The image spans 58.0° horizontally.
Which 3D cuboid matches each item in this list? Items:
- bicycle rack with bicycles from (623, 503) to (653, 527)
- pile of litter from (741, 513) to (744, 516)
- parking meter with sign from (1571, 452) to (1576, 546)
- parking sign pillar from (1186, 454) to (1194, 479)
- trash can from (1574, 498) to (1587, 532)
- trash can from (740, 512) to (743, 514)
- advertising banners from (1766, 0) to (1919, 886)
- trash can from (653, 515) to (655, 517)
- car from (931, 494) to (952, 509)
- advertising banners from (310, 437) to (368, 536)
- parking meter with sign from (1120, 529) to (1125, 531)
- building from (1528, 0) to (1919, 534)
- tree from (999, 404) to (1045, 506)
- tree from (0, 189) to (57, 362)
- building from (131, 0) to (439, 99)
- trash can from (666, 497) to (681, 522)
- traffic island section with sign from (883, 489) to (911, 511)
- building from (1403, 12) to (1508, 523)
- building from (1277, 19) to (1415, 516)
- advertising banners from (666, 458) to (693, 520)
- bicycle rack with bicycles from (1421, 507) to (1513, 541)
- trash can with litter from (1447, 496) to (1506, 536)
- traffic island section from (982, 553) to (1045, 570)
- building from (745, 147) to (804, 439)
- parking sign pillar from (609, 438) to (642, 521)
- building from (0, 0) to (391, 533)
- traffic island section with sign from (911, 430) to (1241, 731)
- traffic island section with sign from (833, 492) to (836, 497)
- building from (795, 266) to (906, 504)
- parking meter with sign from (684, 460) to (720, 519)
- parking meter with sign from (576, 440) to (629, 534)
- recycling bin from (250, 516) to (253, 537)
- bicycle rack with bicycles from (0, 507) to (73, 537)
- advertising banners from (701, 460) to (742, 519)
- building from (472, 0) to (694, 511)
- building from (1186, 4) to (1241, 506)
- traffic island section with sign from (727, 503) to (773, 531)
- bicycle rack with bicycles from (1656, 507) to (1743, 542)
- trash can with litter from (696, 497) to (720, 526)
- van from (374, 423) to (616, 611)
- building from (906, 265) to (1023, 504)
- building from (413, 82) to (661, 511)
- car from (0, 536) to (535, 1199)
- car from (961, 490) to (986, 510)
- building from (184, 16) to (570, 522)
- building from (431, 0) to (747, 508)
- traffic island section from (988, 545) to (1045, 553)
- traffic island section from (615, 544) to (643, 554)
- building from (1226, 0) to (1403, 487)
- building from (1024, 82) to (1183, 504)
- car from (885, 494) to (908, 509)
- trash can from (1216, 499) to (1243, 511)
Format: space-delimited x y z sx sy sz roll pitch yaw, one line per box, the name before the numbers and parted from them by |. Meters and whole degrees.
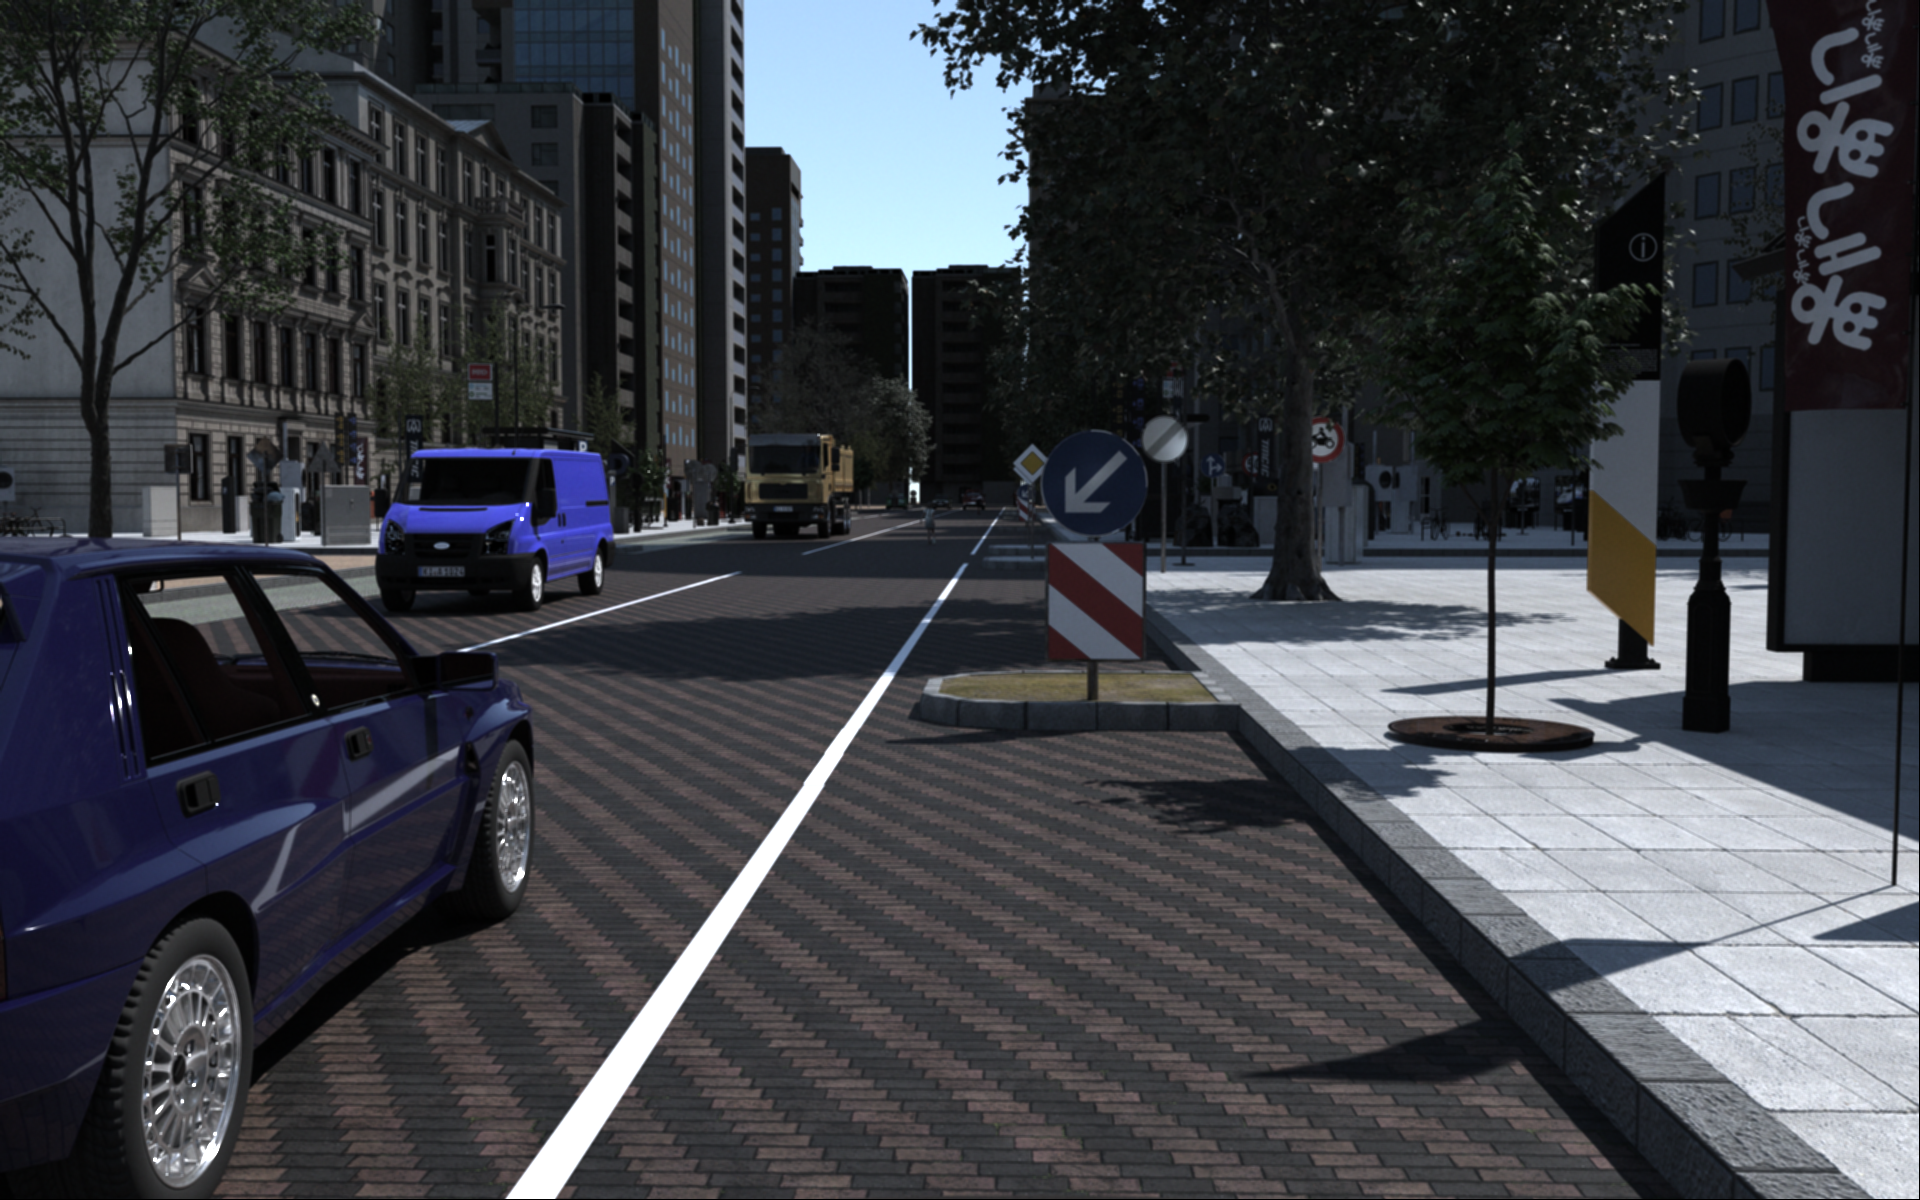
bicycle rack with bicycles | -13.444 -3.299 67.323 2.925 0.926 2.852 -1 4 -8
pile of litter | -12.209 -5.232 99.504 1.176 0.858 1.719 0 4 0
parking meter with sign | 15.937 -2.832 42.563 1.738 3.016 0.543 2 4 34
parking sign pillar | 15.395 -7.843 116.708 1.447 3.967 1.447 0 4 -6
trash can | 21.085 -2.867 58.528 0.748 1.137 0.748 0 3 0
trash can | -13.134 -5.542 102.270 0.748 1.137 0.748 0 3 0
advertising banners | 3.576 -0.572 5.548 2.074 3.025 0.090 0 4 5
trash can | -17.417 -5.229 97.143 0.748 1.137 0.748 0 3 0
car | -1.714 -9.412 163.672 2.009 1.686 4.222 0 4 3
advertising banners | -19.089 -3.493 53.306 2.074 3.025 0.090 1 4 16
parking meter with sign | 5.060 -3.904 60.087 0.543 3.016 1.738 -3 4 -39
building | 37.268 -31.889 63.379 28.212 58.520 21.231 0 4 2
tree | 8.882 -17.065 185.675 9.857 13.997 8.962 0 3 0
tree | -18.807 -4.943 31.186 4.360 8.622 3.978 0 3 0
building | -63.951 -35.312 166.593 27.495 52.752 28.713 0 4 2
trash can | -13.452 -4.249 81.128 0.748 1.137 0.748 0 3 0
traffic island section with sign | -5.430 -8.398 145.927 1.989 1.847 2.006 0 4 2
building | 28.670 -24.405 82.624 14.154 41.232 14.086 0 4 2
building | 26.985 -20.652 109.361 14.160 30.474 14.107 0 4 2
advertising banners | -13.876 -5.452 85.332 0.090 3.025 2.074 2 4 33
bicycle rack with bicycles | 14.074 -2.130 48.212 2.852 0.926 2.925 2 4 24
trash can with litter | 15.777 -2.559 52.899 2.233 1.210 1.678 -1 4 -14
traffic island section | 1.451 -0.732 34.246 2.009 0.180 2.903 0 4 2
building | -27.932 -35.033 222.895 14.200 45.320 14.600 0 4 2
parking sign pillar | -16.231 -5.791 83.158 1.447 3.967 1.447 2 4 24
building | -30.268 -12.322 66.089 10.561 19.102 19.286 0 4 2
traffic island section with sign | 0.747 -0.174 11.465 1.989 1.847 2.006 0 4 2
traffic island section with sign | -7.047 -5.227 94.087 1.989 1.847 2.006 0 4 2
building | -13.801 -27.567 222.413 14.107 30.474 14.160 0 4 2
parking meter with sign | -13.015 -5.585 87.571 1.738 3.016 0.543 1 4 17
parking meter with sign | -11.553 -3.664 56.165 1.738 3.016 0.543 1 4 23
recycling bin | -20.787 -2.410 51.951 0.722 1.027 0.722 3 4 36
bicycle rack with bicycles | -26.212 -2.090 47.556 2.852 0.926 2.925 2 4 27
advertising banners | -12.276 -5.690 89.221 2.074 3.025 0.090 -1 4 -14
building | -29.433 -29.894 138.882 14.600 45.320 14.200 0 4 2
building | 31.746 -37.993 163.183 21.231 58.520 28.212 0 4 2
traffic island section with sign | -7.893 -3.579 67.145 1.989 1.847 2.006 0 4 2
bicycle rack with bicycles | 19.915 -2.088 47.517 2.925 0.926 2.852 -2 4 -31
trash can with litter | -10.251 -3.593 70.133 1.055 1.170 0.624 0 4 4
van | -6.074 -1.136 22.966 2.240 2.365 5.245 0 4 1
building | 0.939 -27.496 221.263 14.107 30.474 14.160 0 4 2
building | -30.185 -21.622 125.225 14.160 30.474 14.107 0 4 2
car | -2.355 0.483 4.690 1.945 1.354 3.894 0 4 0
car | 1.261 -9.200 159.093 2.281 1.827 5.304 0 3 0
building | -30.810 -16.747 92.903 14.460 24.649 34.723 0 4 2
building | -35.577 -38.355 169.108 28.212 58.520 21.231 0 4 2
traffic island section | 1.699 -1.220 42.227 2.009 0.180 2.903 0 4 2
traffic island section | -8.987 -1.241 42.564 2.009 0.180 2.903 0 4 2
building | 32.679 -31.371 132.526 23.786 49.044 30.456 0 4 2
building | 22.118 -39.056 227.802 27.495 52.752 28.713 0 4 2
car | -5.482 -8.663 150.442 1.959 1.807 4.718 0 4 1
trash can | 7.530 -2.249 48.427 0.748 1.137 0.748 0 3 0
